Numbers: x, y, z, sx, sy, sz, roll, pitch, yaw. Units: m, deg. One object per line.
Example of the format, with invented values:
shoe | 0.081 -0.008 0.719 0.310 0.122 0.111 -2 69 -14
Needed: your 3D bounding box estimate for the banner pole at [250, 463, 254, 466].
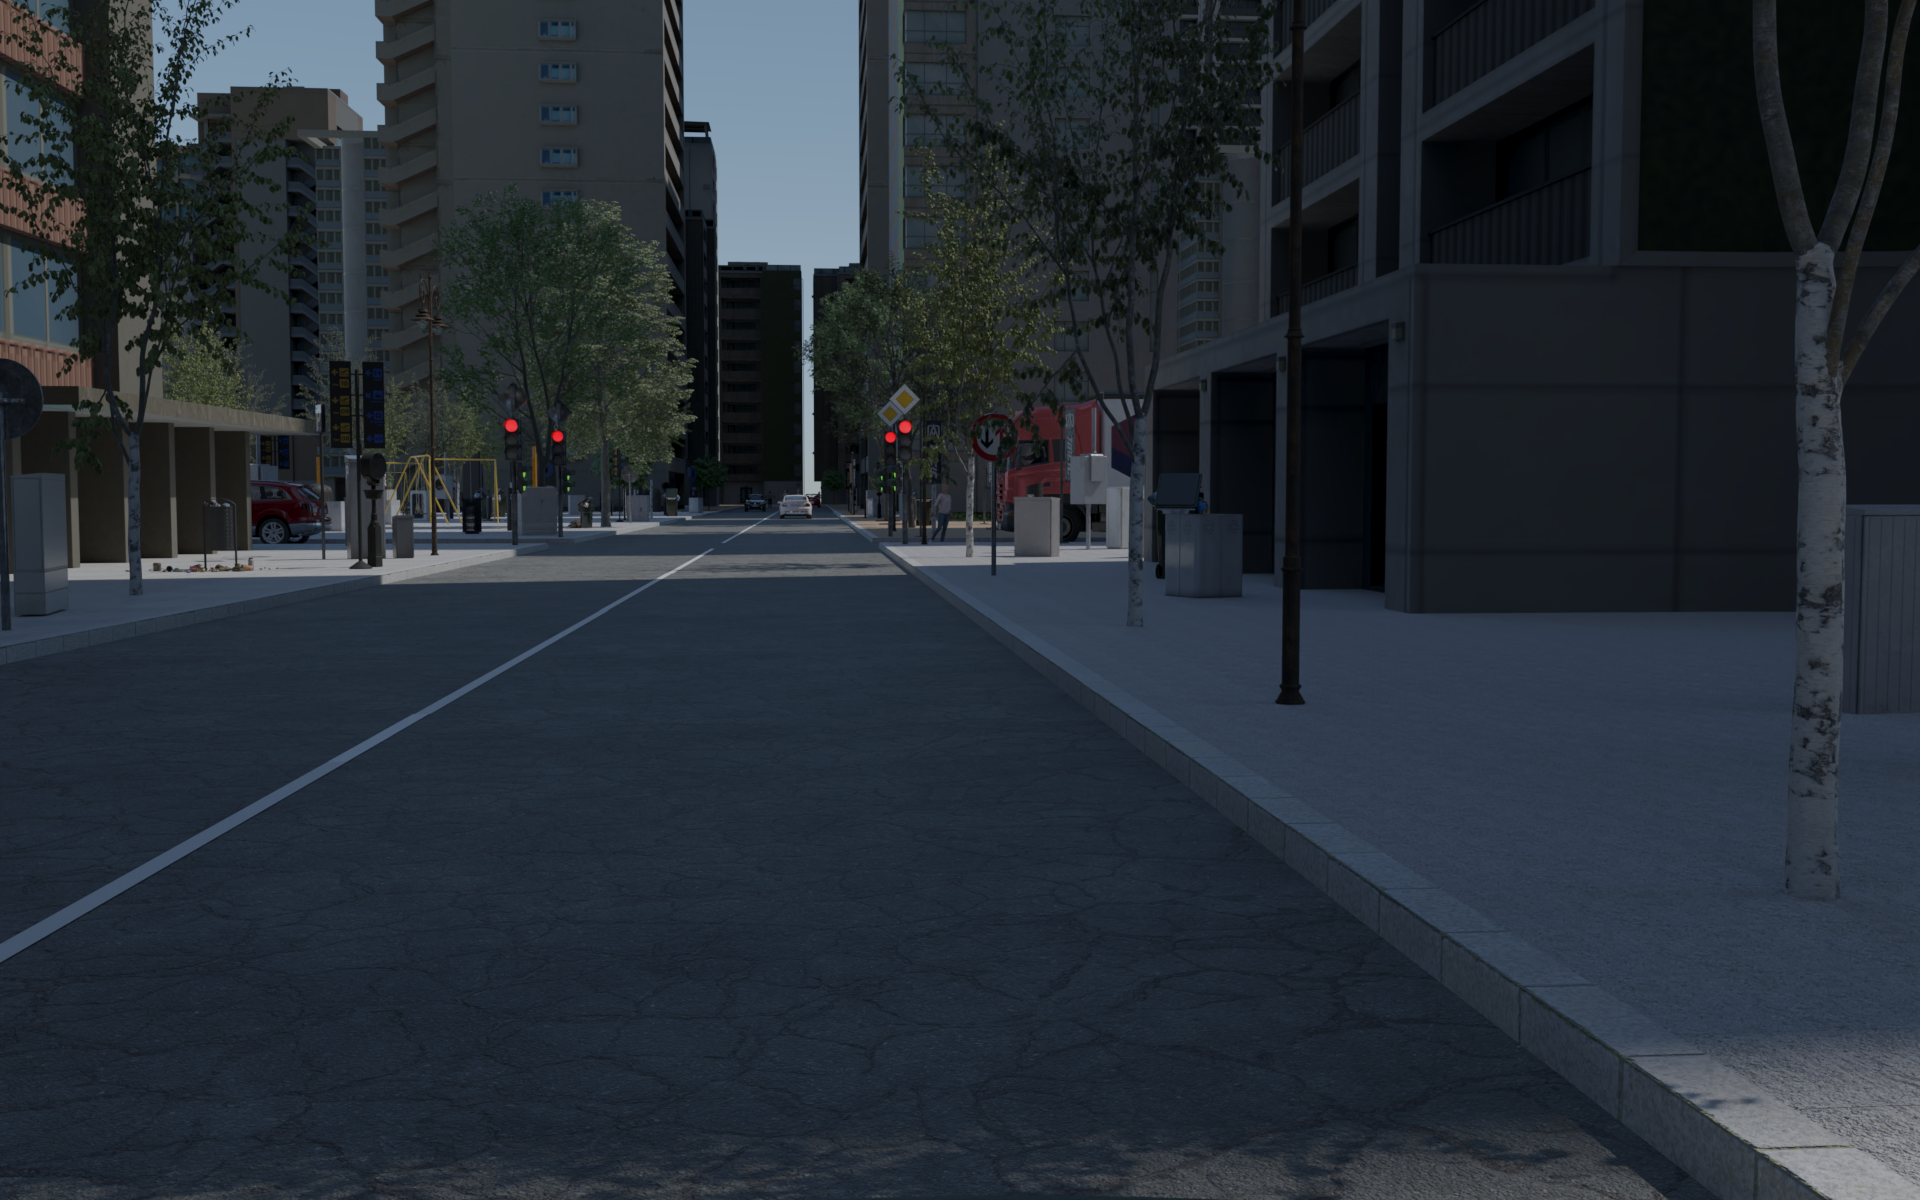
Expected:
banner pole | -50.631 -8.158 123.403 0.863 3.779 0.401 0 4 3

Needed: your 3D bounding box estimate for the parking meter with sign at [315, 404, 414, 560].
parking meter with sign | -11.734 -2.321 34.210 1.738 3.016 0.543 -2 4 -31

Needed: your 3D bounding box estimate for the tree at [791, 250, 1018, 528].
tree | -1.920 -8.038 65.833 8.767 10.594 7.601 -1 4 -18

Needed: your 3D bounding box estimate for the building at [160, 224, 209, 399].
building | -87.430 -25.423 187.367 14.107 30.474 14.160 0 4 -5

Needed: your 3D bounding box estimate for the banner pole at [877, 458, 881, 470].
banner pole | -5.592 -7.945 119.917 0.401 3.779 0.863 1 4 23

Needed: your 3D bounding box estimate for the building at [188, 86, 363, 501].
building | -73.273 -32.867 187.491 14.200 45.320 14.600 0 4 -5

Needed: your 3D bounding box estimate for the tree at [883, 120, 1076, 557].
tree | 0.269 -5.185 35.136 4.737 8.622 4.395 0 3 0

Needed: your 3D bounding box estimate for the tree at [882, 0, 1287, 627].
tree | 1.596 -4.062 16.784 4.360 8.622 3.978 0 3 0

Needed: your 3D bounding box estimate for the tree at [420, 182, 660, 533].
tree | -13.805 -8.040 57.205 9.928 11.665 9.643 0 3 0

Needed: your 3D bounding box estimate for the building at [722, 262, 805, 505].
building | -26.753 -27.321 218.395 14.107 30.474 14.160 0 4 -5

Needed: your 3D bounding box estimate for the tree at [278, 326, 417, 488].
tree | -26.628 -7.653 75.488 4.360 8.622 3.978 0 3 0

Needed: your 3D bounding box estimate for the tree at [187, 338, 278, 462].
tree | -34.166 -8.024 81.560 4.360 8.622 3.978 0 3 0

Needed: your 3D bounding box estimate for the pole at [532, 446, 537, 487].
pole | -18.093 -4.882 73.669 0.158 3.312 0.155 0 3 0

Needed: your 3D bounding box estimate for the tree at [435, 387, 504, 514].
tree | -33.138 -10.023 114.244 4.737 8.622 4.395 0 3 0

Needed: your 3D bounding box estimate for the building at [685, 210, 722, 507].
building | -31.784 -24.623 174.286 14.160 30.474 14.107 0 4 -5

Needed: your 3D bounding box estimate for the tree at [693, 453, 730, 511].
tree | -19.643 -9.259 135.098 4.285 4.588 4.351 0 3 0

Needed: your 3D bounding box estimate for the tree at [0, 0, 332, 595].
tree | -10.437 -4.383 22.022 4.737 8.622 4.395 0 3 0

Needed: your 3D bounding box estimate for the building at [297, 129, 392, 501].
building | -52.398 -29.923 181.122 23.993 40.220 32.217 0 4 -5

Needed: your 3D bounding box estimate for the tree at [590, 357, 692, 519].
tree | -16.123 -8.578 90.612 4.737 8.622 4.395 0 3 0

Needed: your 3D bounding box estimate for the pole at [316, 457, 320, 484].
pole | -35.379 -6.219 95.530 0.158 3.312 0.155 0 3 0

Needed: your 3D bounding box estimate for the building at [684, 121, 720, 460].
building | -33.872 -31.076 191.692 14.086 41.232 14.154 0 4 -5

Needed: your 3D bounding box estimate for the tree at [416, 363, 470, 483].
tree | -30.007 -9.047 98.277 4.360 8.622 3.978 0 3 0

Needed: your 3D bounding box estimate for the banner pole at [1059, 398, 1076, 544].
banner pole | 2.752 -3.351 44.810 0.401 3.779 0.863 -2 4 -29

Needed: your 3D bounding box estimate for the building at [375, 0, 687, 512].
building | -32.944 -31.278 135.096 21.300 48.544 21.600 0 4 -5

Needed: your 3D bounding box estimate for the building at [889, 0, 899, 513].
building | 2.503 -28.446 115.209 14.600 45.320 14.200 0 4 -5

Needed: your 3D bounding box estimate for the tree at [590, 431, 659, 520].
tree | -16.348 -6.182 84.782 4.285 4.588 4.351 0 3 0

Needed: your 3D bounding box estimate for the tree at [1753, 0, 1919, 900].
tree | 2.718 -3.345 5.046 4.360 8.622 3.978 0 3 0

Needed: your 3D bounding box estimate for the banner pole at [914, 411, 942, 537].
banner pole | -0.946 -3.781 51.833 0.863 3.779 0.401 0 4 -6

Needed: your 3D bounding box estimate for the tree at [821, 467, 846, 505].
tree | -14.890 -13.493 204.331 4.285 4.588 4.351 0 3 0

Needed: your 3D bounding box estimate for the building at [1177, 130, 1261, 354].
building | 34.851 -30.365 188.344 23.993 40.220 32.217 0 4 -5

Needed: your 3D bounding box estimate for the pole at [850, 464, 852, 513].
pole | -7.265 -7.458 115.787 0.158 3.312 0.155 0 3 0

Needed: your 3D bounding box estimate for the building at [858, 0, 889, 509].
building | 2.898 -31.499 138.713 21.300 48.544 21.600 0 4 -5

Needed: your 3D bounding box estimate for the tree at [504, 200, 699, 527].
tree | -14.300 -9.146 67.658 7.486 12.596 7.792 0 3 0

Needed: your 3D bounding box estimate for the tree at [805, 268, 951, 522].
tree | -3.540 -9.475 80.669 9.928 11.665 9.643 0 3 0

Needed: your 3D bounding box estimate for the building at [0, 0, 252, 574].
building | -28.743 -22.884 28.776 28.867 44.769 22.147 0 4 -5

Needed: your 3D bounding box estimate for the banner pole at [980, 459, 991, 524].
banner pole | 1.202 -5.139 74.037 0.401 3.779 0.863 -3 5 -44

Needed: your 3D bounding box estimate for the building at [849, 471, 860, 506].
building | -1.824 -45.980 190.031 20.563 71.187 20.611 0 4 -5

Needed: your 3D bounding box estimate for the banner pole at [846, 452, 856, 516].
banner pole | -6.347 -6.929 103.298 0.401 3.779 0.863 -1 4 -20

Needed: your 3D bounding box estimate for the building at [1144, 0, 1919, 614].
building | 14.591 -35.691 21.797 20.563 71.187 20.611 0 4 -5

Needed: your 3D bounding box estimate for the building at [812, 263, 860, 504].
building | -11.681 -27.395 219.613 14.107 30.474 14.160 0 4 -5

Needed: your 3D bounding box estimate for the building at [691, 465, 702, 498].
building | -34.009 -43.866 155.458 20.563 71.187 20.611 0 4 -5

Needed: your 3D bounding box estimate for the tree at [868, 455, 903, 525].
tree | -2.829 -4.788 72.887 1.663 3.219 1.824 0 3 0

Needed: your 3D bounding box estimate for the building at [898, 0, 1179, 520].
building | 3.615 -25.055 93.245 14.154 41.232 14.086 0 4 -5

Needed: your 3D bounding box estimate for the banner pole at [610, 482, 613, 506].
banner pole | -24.920 -8.183 123.802 0.401 3.779 0.863 1 4 11
